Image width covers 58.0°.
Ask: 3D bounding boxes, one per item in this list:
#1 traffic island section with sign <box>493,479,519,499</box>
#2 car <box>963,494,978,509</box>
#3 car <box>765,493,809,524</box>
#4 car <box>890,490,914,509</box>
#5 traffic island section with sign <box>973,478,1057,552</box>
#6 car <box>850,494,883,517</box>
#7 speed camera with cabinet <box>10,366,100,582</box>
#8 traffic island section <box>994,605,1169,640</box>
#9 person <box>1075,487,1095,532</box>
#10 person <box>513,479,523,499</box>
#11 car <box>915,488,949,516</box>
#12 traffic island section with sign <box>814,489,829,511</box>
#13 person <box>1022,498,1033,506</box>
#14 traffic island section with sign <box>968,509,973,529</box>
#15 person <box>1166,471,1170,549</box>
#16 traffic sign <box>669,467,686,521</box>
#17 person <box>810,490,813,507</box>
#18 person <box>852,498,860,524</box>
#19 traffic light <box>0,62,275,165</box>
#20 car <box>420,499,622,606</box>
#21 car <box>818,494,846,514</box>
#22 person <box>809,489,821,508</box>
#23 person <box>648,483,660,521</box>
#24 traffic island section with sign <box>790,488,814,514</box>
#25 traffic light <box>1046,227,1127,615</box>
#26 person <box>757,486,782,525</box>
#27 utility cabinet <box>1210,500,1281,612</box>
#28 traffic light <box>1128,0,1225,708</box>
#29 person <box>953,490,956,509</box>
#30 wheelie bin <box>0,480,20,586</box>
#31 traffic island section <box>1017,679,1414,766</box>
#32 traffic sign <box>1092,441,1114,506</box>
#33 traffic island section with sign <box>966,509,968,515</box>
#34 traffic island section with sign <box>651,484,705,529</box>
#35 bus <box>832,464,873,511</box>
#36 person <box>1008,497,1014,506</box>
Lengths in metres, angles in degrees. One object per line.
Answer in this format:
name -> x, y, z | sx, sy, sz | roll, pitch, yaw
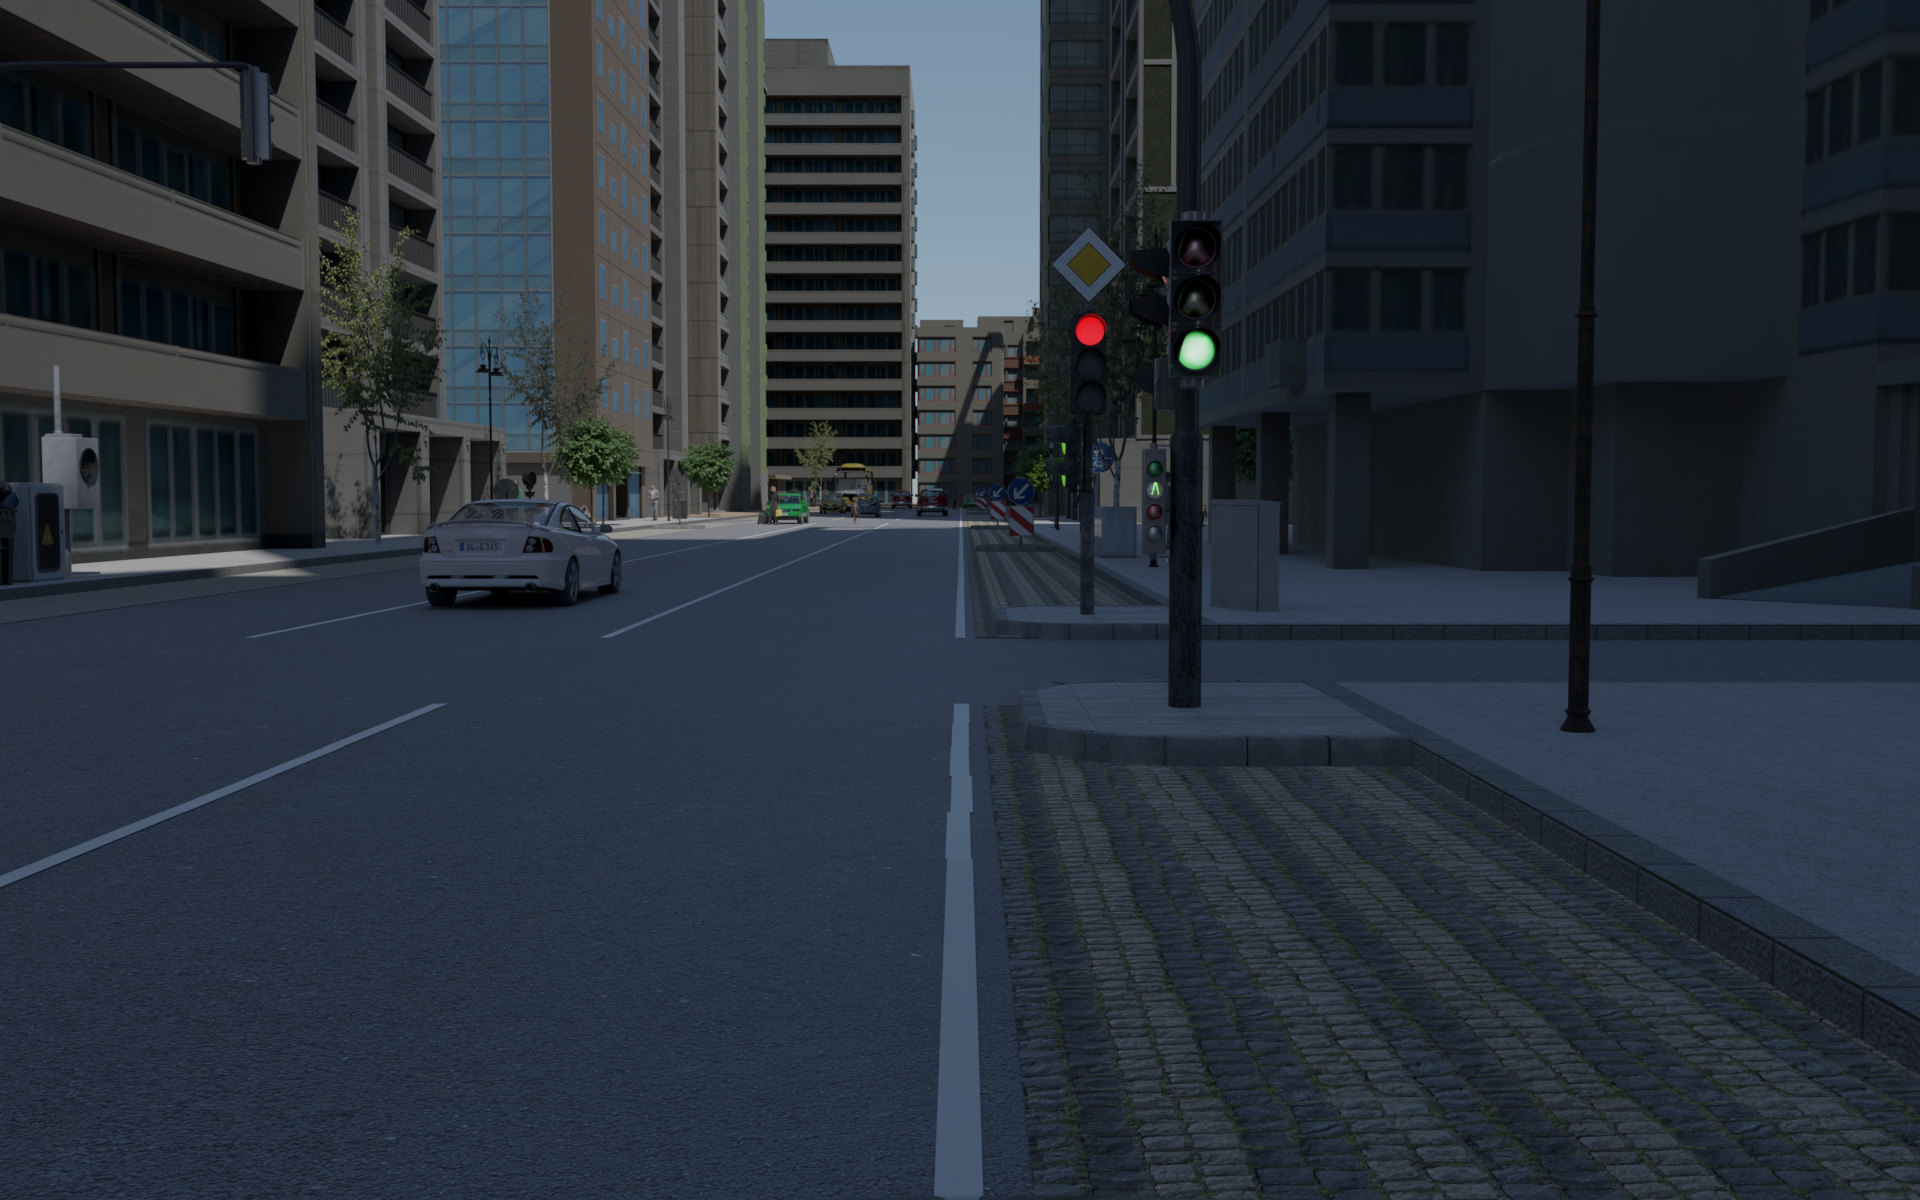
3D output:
traffic island section with sign -> -11.523, -2.143, 43.665 | 1.989, 1.847, 2.006 | 0, 3, 0
car -> 1.238, -9.803, 169.076 | 1.959, 1.807, 4.718 | 0, 4, 0
car -> -8.378, -4.608, 84.131 | 1.959, 1.807, 4.718 | 0, 4, 1
car -> -5.645, -9.755, 168.159 | 2.281, 1.827, 5.304 | 0, 4, -2
traffic island section with sign -> 1.404, -2.133, 43.501 | 1.989, 1.847, 2.006 | 0, 3, 0
car -> -5.818, -5.828, 107.297 | 2.014, 1.417, 4.499 | 0, 4, -1
speed camera with cabinet -> -13.737, -1.941, 26.076 | 0.660, 3.252, 2.038 | 0, 4, 1
traffic island section -> 1.378, 0.232, 18.482 | 2.009, 0.180, 2.903 | 0, 3, 0
person -> 3.777, -2.794, 52.146 | 0.576, 1.772, 0.534 | -1, 4, -23
person -> -15.140, -3.226, 59.040 | 0.600, 1.795, 0.529 | -1, 4, -9
car -> -1.823, -6.425, 113.722 | 2.281, 1.827, 5.304 | 0, 4, -2
traffic island section with sign -> -11.459, -8.517, 147.873 | 1.989, 1.847, 2.006 | 0, 3, 0
person -> 3.847, -5.867, 102.068 | 0.705, 1.812, 1.348 | 3, 5, 40
traffic island section with sign -> 1.416, -3.782, 70.456 | 1.989, 1.847, 2.006 | 0, 3, 0
person -> 4.812, -2.103, 40.528 | 0.391, 1.810, 0.635 | -2, 4, -25
traffic sign -> -13.655, -5.109, 83.543 | 0.884, 2.594, 0.081 | 0, 4, 1
person -> -14.263, -9.746, 166.330 | 0.436, 1.711, 0.756 | -1, 4, -19
person -> -4.907, -4.209, 81.981 | 0.373, 1.253, 0.362 | 1, 4, 20
traffic light -> -9.732, -2.674, 18.394 | 4.771, 5.953, 1.251 | 0, 3, 0
car -> -5.867, -0.684, 23.542 | 2.083, 1.381, 4.827 | 0, 3, 0
car -> -9.338, -7.154, 127.194 | 2.015, 1.641, 3.980 | 0, 4, 2
person -> -13.818, -9.695, 165.073 | 1.217, 1.766, 0.721 | -2, 4, -33
person -> -14.748, -4.708, 83.223 | 0.606, 1.804, 0.583 | 0, 4, 4
traffic island section with sign -> -11.481, -6.866, 120.879 | 1.989, 1.847, 2.006 | 0, 3, 0
traffic light -> 1.337, -1.801, 18.368 | 0.839, 4.253, 0.868 | 0, 3, 0
person -> -8.813, -4.381, 80.355 | 0.699, 1.804, 1.509 | -2, 4, -30
utility cabinet -> 3.181, -0.500, 19.337 | 0.306, 1.237, 1.020 | -1, 4, -22
traffic light -> -0.759, -2.176, 10.243 | 4.771, 5.953, 1.251 | 0, 3, 0
person -> -0.460, -9.366, 161.627 | 0.705, 1.826, 1.348 | 0, 4, 0
wheelie bin -> -13.602, -0.997, 24.211 | 0.693, 1.594, 0.980 | 0, 4, 4
traffic island section -> 1.372, 0.721, 10.497 | 2.009, 0.180, 2.903 | 0, 3, 0
traffic sign -> 3.359, -2.564, 42.029 | 0.768, 2.556, 0.104 | 0, 4, 3
traffic island section with sign -> 1.452, -6.859, 120.778 | 1.989, 1.847, 2.006 | 0, 3, 0
traffic island section with sign -> -11.507, -3.816, 71.014 | 1.989, 1.847, 2.006 | 0, 3, 0
bus -> -8.697, -9.281, 143.288 | 2.896, 3.916, 12.252 | 0, 4, 0
person -> 4.171, -8.089, 139.008 | 0.721, 1.735, 1.217 | 2, 4, 32
